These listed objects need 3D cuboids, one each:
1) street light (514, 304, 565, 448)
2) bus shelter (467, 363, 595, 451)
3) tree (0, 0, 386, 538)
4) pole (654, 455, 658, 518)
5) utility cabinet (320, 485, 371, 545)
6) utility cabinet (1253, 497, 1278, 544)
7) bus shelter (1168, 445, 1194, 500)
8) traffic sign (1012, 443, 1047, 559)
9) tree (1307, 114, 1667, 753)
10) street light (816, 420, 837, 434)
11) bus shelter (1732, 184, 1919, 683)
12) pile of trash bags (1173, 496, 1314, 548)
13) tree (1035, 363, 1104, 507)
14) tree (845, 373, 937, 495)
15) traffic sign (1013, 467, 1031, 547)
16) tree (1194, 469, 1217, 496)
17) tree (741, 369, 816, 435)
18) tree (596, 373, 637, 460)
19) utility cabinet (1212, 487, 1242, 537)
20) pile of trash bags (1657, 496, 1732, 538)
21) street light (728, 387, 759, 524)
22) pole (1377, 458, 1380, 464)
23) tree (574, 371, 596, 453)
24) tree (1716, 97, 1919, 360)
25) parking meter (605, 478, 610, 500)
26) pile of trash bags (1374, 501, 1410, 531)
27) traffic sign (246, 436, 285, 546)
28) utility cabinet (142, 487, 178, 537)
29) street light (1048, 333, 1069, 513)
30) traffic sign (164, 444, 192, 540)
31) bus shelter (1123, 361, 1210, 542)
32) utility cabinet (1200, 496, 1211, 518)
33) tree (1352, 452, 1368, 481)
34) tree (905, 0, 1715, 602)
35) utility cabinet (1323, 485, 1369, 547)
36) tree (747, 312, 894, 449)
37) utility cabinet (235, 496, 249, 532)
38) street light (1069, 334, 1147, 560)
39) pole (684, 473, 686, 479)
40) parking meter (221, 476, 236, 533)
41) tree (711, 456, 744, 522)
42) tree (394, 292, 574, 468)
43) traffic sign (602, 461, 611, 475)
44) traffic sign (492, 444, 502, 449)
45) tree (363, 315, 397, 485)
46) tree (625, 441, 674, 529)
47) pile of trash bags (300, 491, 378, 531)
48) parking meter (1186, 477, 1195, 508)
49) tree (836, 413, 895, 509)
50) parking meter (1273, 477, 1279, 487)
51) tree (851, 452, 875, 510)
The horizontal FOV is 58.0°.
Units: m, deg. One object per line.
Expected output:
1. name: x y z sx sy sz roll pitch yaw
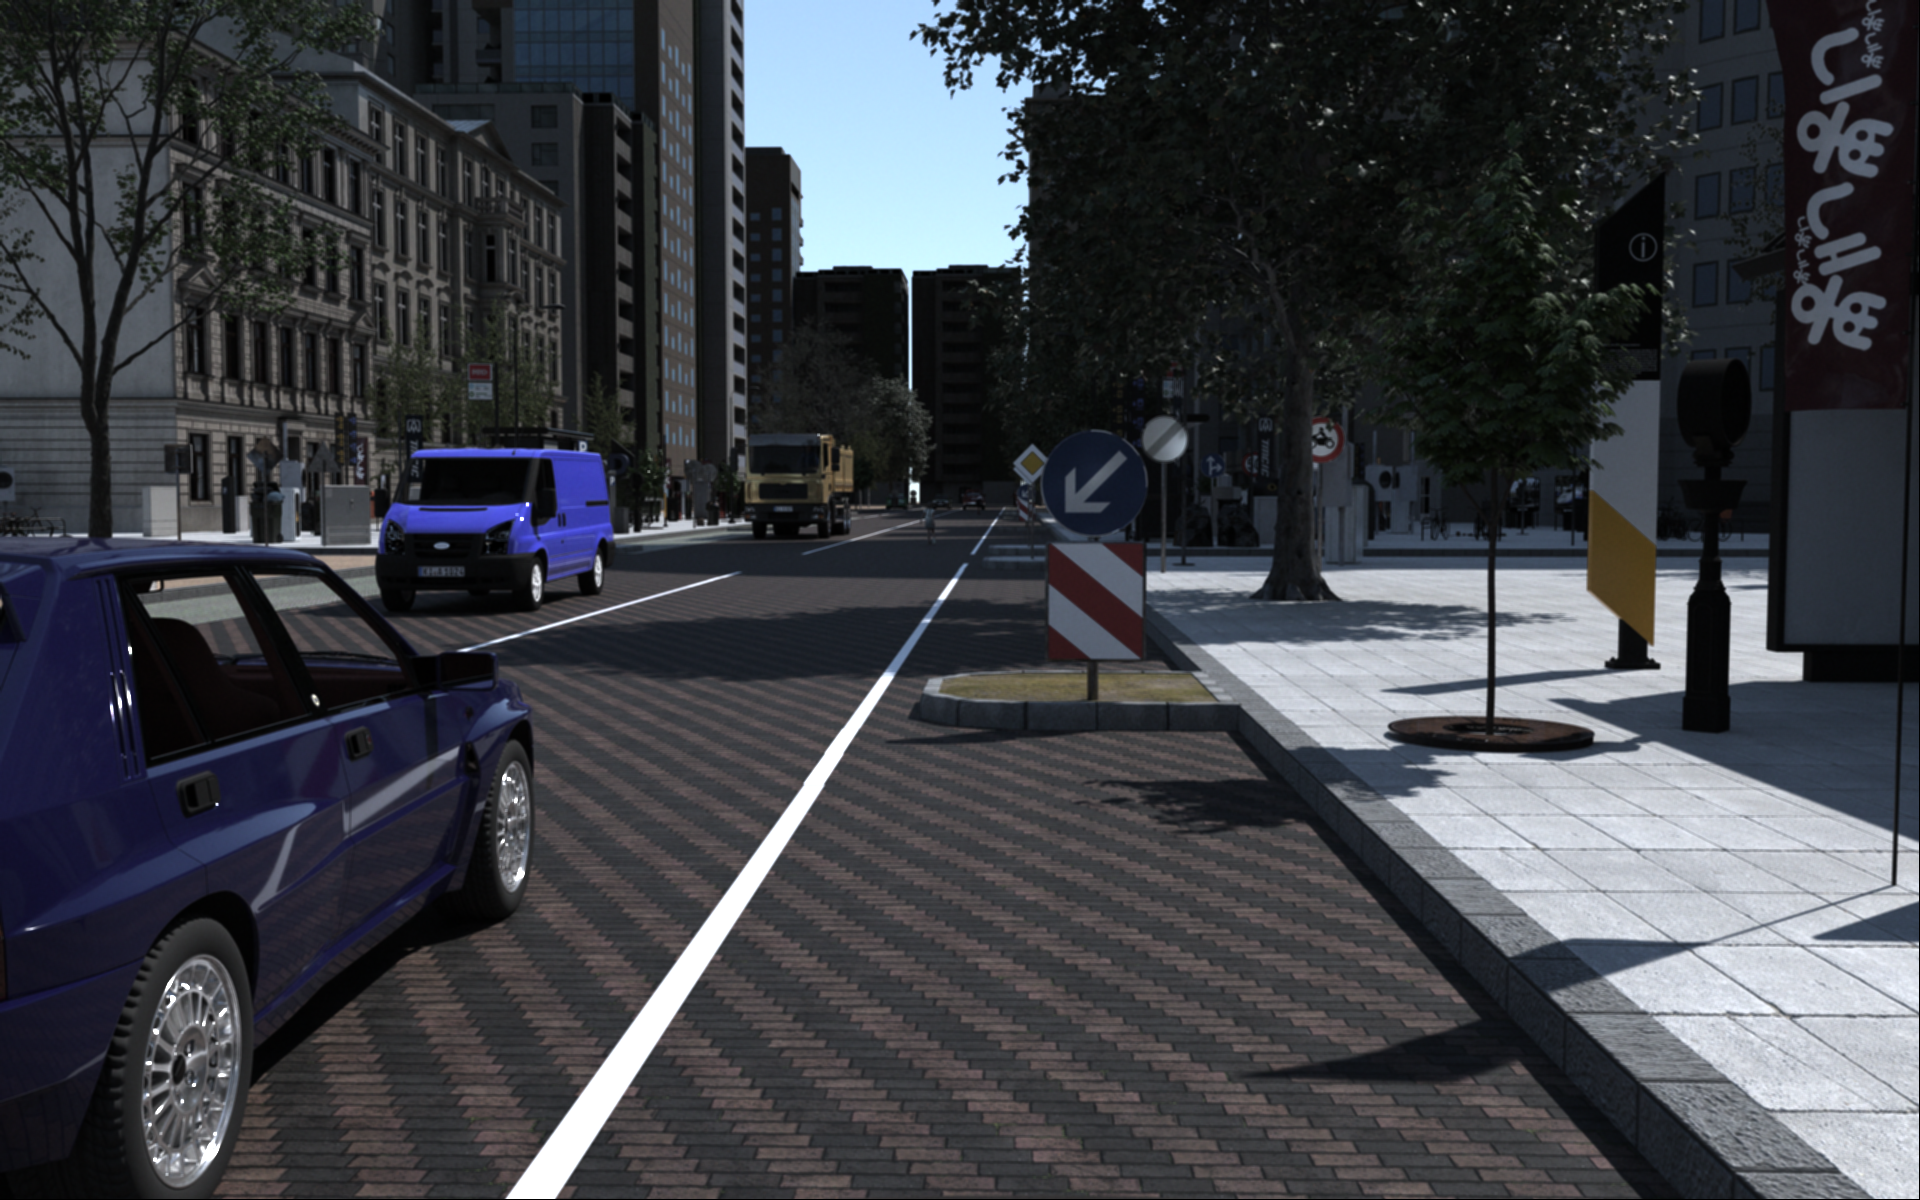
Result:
1. street light: -10.348 -4.280 42.517 1.470 5.913 1.316 0 4 2
2. bus shelter: -13.870 -4.771 55.643 2.179 5.291 8.768 0 4 2
3. tree: -11.929 -5.999 23.837 9.928 11.665 9.643 0 3 0
4. pole: -16.009 -5.965 91.364 0.158 3.312 0.155 0 3 0
5. utility cabinet: -15.361 -2.119 43.318 0.318 1.500 1.173 3 5 44
6. utility cabinet: 8.027 -2.028 44.319 1.020 1.237 0.306 -1 4 -20
7. bus shelter: 7.344 -4.290 64.066 2.014 3.302 5.546 0 4 2
8. traffic sign: 1.427 -1.867 34.169 0.795 2.450 0.064 0 4 2
9. tree: 2.807 -0.873 8.870 1.663 3.219 1.824 0 3 0
10. street light: -8.382 -8.285 108.007 1.470 5.913 1.316 0 4 2
11. bus shelter: 6.263 -0.938 9.252 2.014 3.302 5.546 0 4 2
12. pile of trash bags: 6.899 -1.987 42.243 3.447 1.369 1.912 1 4 10
13. tree: 5.514 -8.494 89.238 4.737 8.622 4.395 0 3 0
14. tree: -7.332 -16.778 180.979 9.857 13.997 8.962 0 3 0
15. traffic sign: 1.676 -2.355 42.150 0.795 2.450 0.064 0 4 2
16. tree: 15.660 -7.001 109.074 1.663 3.219 1.824 0 3 0
17. tree: -10.439 -9.270 101.920 4.360 8.622 3.978 0 3 0
18. tree: -21.094 -9.365 103.485 4.737 8.622 4.395 0 3 0
19. utility cabinet: 7.886 -2.596 51.130 0.318 1.500 1.173 -1 4 -21
20. pile of trash bags: 21.097 -2.543 51.330 3.447 1.369 1.912 2 4 31
21. street light: -9.394 -6.283 75.263 1.470 5.913 1.316 0 4 2
22. pole: 23.359 -6.296 96.775 0.158 3.312 0.155 0 3 0
23. tree: -19.433 -7.696 76.198 4.737 8.622 4.395 0 3 0
24. tree: 15.144 -4.868 29.955 4.360 8.622 3.978 0 3 0
25. parking meter: -11.350 -3.015 55.010 0.255 1.863 0.399 3 5 44
26. pile of trash bags: 14.930 -3.161 61.438 1.912 1.369 3.447 0 4 6
27. traffic sign: -13.778 -2.030 34.373 0.795 2.450 0.064 0 4 6
28. utility cabinet: -23.996 -2.645 51.925 0.318 1.500 1.173 1 4 13
29. street light: 3.362 -4.736 49.978 1.470 5.913 1.316 0 4 2
30. traffic sign: -16.069 -2.048 35.614 0.606 2.300 0.079 1 4 9
31. bus shelter: 5.623 -4.397 49.525 2.179 5.291 8.768 0 4 2
32. utility cabinet: 8.424 -2.878 58.210 0.306 1.237 1.020 -1 4 -16
33. tree: 21.804 -7.120 100.123 4.285 4.588 4.351 0 3 0
34. tree: 4.156 -6.339 20.656 9.611 12.733 9.660 0 3 0
35. utility cabinet: 9.285 -2.036 41.973 1.173 1.500 0.318 2 4 34
36. tree: -9.323 -12.631 116.885 12.009 13.543 11.850 0 3 0
37. utility cabinet: -24.698 -2.948 59.355 0.306 1.237 1.020 0 4 -6
38. street light: 2.942 -3.744 33.752 1.470 5.913 1.316 0 4 2
39. pole: -17.271 -7.058 109.244 0.158 3.312 0.155 0 3 0
40. parking meter: -23.876 -3.108 56.529 0.399 1.863 0.255 2 4 32
41. tree: -10.643 -5.287 81.040 1.663 3.219 1.824 0 3 0
42. tree: -17.457 -6.944 63.890 4.737 8.622 4.395 0 3 0
43. traffic sign: -8.963 -2.377 42.501 0.795 2.450 0.064 0 4 2
44. traffic sign: -9.212 -1.889 34.520 0.795 2.450 0.064 0 4 2
45. tree: -21.905 -7.248 68.872 4.737 8.622 4.395 0 3 0
46. tree: -11.556 -4.221 63.608 1.663 3.219 1.824 0 3 0
47. pile of trash bags: -21.400 -3.068 59.910 3.447 1.369 1.912 2 4 25
48. parking meter: 7.639 -3.203 58.086 0.399 1.863 0.255 3 5 40
49. tree: -8.827 -12.356 152.384 4.737 8.622 4.395 0 3 0
50. parking meter: 10.029 -3.051 55.603 0.255 1.863 0.399 -3 4 -36
51. tree: -8.148 -9.321 136.114 4.285 4.588 4.351 0 3 0
